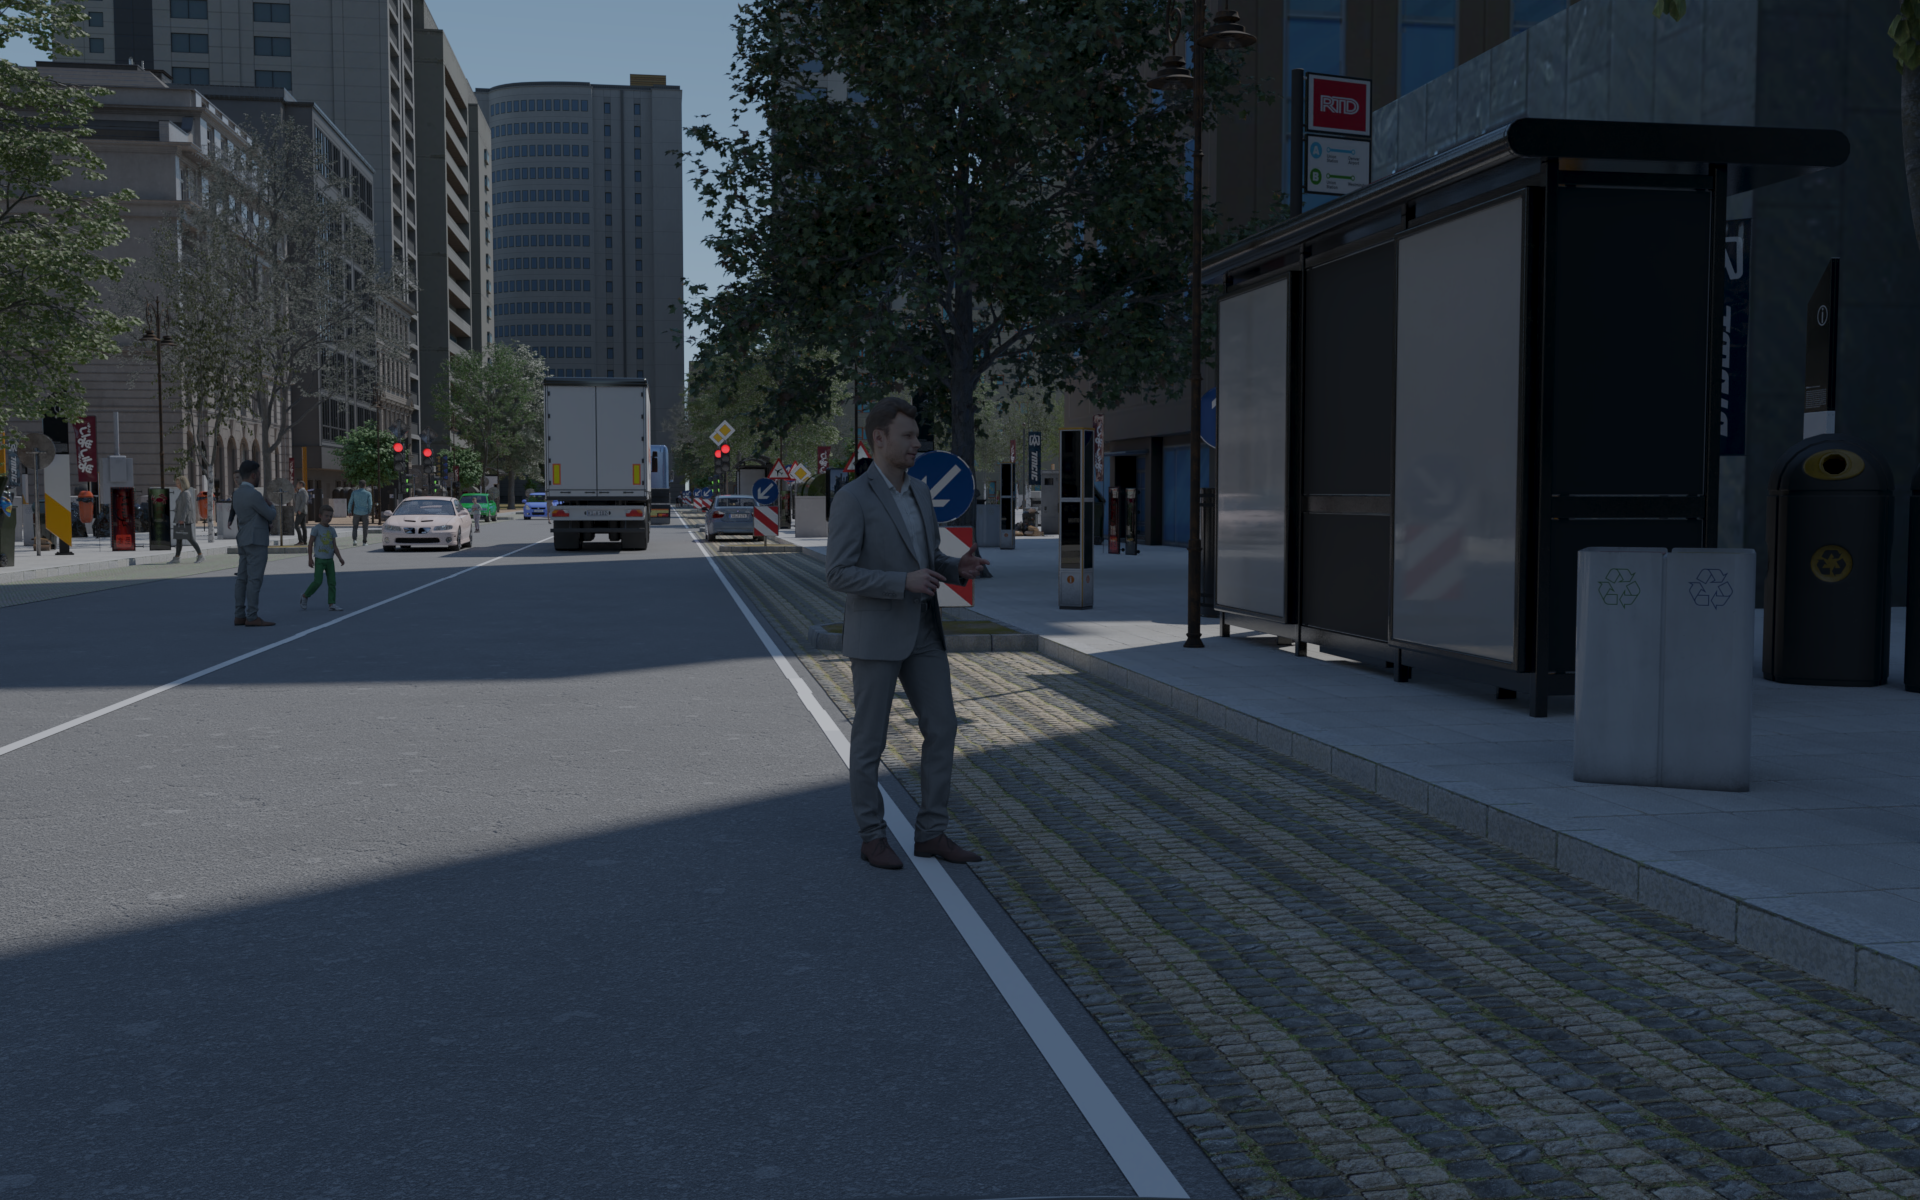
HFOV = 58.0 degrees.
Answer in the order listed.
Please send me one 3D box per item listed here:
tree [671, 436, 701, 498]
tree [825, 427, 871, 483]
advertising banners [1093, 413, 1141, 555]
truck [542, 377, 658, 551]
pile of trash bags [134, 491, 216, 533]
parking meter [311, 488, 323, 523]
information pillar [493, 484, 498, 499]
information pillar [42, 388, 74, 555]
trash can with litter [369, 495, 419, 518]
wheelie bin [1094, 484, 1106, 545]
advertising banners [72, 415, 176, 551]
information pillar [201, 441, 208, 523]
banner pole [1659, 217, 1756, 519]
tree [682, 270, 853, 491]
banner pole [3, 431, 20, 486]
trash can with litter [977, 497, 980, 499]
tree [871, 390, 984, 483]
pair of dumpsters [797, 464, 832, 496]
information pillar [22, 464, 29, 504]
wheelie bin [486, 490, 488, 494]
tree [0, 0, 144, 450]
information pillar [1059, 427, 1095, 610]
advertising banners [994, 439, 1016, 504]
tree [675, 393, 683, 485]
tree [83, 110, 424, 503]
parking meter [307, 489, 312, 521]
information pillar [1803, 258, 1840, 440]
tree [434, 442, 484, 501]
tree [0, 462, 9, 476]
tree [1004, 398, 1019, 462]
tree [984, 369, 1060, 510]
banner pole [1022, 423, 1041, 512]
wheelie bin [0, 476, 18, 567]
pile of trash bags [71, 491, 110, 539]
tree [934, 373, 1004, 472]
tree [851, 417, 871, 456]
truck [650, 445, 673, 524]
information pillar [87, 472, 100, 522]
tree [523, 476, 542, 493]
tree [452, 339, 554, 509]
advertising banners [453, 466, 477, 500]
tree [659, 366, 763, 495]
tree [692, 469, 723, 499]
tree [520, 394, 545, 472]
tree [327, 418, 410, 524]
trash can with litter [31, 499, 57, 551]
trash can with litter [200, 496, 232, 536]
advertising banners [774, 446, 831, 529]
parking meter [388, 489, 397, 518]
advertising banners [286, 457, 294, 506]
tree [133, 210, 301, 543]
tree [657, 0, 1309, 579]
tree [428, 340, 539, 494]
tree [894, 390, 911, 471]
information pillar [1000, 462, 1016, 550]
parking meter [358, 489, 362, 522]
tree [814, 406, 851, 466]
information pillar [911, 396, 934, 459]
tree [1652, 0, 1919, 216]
[{"bbox_3d":[-31.705,-16.816,209.346,8.767,10.594,7.601,3,5,40],"label":"tree"},{"bbox_3d":[-3.129,-3.375,49.782,1.663,3.219,1.824,0,3,0],"label":"tree"},{"bbox_3d":[3.312,-2.495,36.981,0.090,3.025,2.074,-1,4,-23],"label":"advertising banners"},{"bbox_3d":[-9.689,-3.565,47.202,2.839,4.237,11.283,-1,4,-10],"label":"truck"},{"bbox_3d":[-26.847,-2.968,58.274,3.447,1.369,1.912,-3,5,-39],"label":"pile of trash bags"},{"bbox_3d":[-28.881,-4.256,78.003,0.372,1.533,0.369,0,3,0],"label":"parking meter"},{"bbox_3d":[-33.199,-7.311,124.020,0.304,2.012,0.304,0,4,3],"label":"information pillar"},{"bbox_3d":[-18.871,-2.744,36.214,0.504,3.616,0.183,-3,4,-36],"label":"information pillar"},{"bbox_3d":[-30.697,-5.027,93.244,2.233,1.210,1.678,1,4,8],"label":"trash can with litter"},{"bbox_3d":[3.324,-2.193,43.771,0.693,1.594,0.980,1,4,9],"label":"wheelie bin"},{"bbox_3d":[-18.782,-2.611,38.884,2.074,3.025,0.090,-2,4,-33],"label":"advertising banners"},{"bbox_3d":[-33.223,-5.188,76.182,0.183,3.616,0.504,0,4,-8],"label":"information pillar"},{"bbox_3d":[5.988,-1.474,14.113,0.863,3.779,0.401,3,5,40],"label":"banner pole"},{"bbox_3d":[-8.454,-9.969,81.118,7.486,12.596,7.792,0,3,0],"label":"tree"},{"bbox_3d":[-37.941,-4.843,69.203,0.401,3.779,0.863,2,4,29],"label":"banner pole"},{"bbox_3d":[0.648,-6.256,113.337,2.233,1.210,1.678,0,4,6],"label":"trash can with litter"},{"bbox_3d":[-1.771,-8.831,94.747,4.360,8.622,3.978,0,3,0],"label":"tree"},{"bbox_3d":[-4.606,-3.454,58.971,1.574,2.255,4.437,-1,4,-10],"label":"pair of dumpsters"},{"bbox_3d":[-39.256,-4.977,72.723,0.183,3.616,0.504,-3,5,-44],"label":"information pillar"},{"bbox_3d":[-34.767,-7.362,128.281,0.980,1.594,0.693,0,4,7],"label":"wheelie bin"},{"bbox_3d":[-17.879,-6.743,28.375,7.486,12.596,7.792,0,3,0],"label":"tree"},{"bbox_3d":[1.295,-0.903,19.259,0.304,2.012,0.304,2,4,29],"label":"information pillar"},{"bbox_3d":[1.470,-3.676,56.283,0.090,3.025,2.074,-1,4,-16],"label":"advertising banners"},{"bbox_3d":[-14.082,-11.732,109.945,7.486,12.596,7.792,0,3,0],"label":"tree"},{"bbox_3d":[-21.954,-8.837,54.862,12.009,13.543,11.850,0,3,0],"label":"tree"},{"bbox_3d":[-30.639,-4.488,81.795,0.372,1.533,0.369,0,3,0],"label":"parking meter"},{"bbox_3d":[8.669,-1.597,17.474,0.183,3.616,0.504,0,4,0],"label":"information pillar"},{"bbox_3d":[-31.551,-7.678,109.254,4.285,4.588,4.351,0,3,0],"label":"tree"},{"bbox_3d":[-31.233,-3.695,55.020,1.663,3.219,1.824,0,3,0],"label":"tree"},{"bbox_3d":[4.850,-10.535,122.607,4.737,8.622,4.395,0,3,0],"label":"tree"},{"bbox_3d":[3.823,-8.980,97.182,4.360,8.622,3.978,0,3,0],"label":"tree"},{"bbox_3d":[2.474,-4.342,61.003,0.863,3.779,0.401,-1,4,-12],"label":"banner pole"},{"bbox_3d":[-17.057,-1.379,30.450,0.980,1.594,0.693,0,4,2],"label":"wheelie bin"},{"bbox_3d":[-25.697,-2.533,51.161,1.912,1.369,3.447,-2,4,-24],"label":"pile of trash bags"},{"bbox_3d":[0.281,-13.782,143.465,7.486,12.596,7.792,0,3,0],"label":"tree"},{"bbox_3d":[-5.285,-10.867,128.032,4.360,8.622,3.978,0,3,0],"label":"tree"},{"bbox_3d":[-16.240,-6.095,89.418,2.967,4.110,18.799,-1,4,-10],"label":"truck"},{"bbox_3d":[-29.262,-3.303,58.498,0.304,2.012,0.304,3,5,45],"label":"information pillar"},{"bbox_3d":[-39.627,-10.105,159.818,1.663,3.219,1.824,0,3,0],"label":"tree"},{"bbox_3d":[-37.394,-14.517,144.001,9.857,13.997,8.962,0,3,0],"label":"tree"},{"bbox_3d":[-30.218,-6.706,105.828,2.074,3.025,0.090,2,4,30],"label":"advertising banners"},{"bbox_3d":[-18.015,-13.682,134.063,12.009,13.543,11.850,0,3,0],"label":"tree"},{"bbox_3d":[-24.169,-11.236,167.415,4.285,4.588,4.351,0,3,0],"label":"tree"},{"bbox_3d":[-44.528,-17.024,188.718,12.009,13.543,11.850,0,3,0],"label":"tree"},{"bbox_3d":[-25.385,-5.552,74.492,4.285,4.588,4.351,0,3,0],"label":"tree"},{"bbox_3d":[-20.767,-1.712,39.375,0.624,1.170,1.055,-1,4,-23],"label":"trash can with litter"},{"bbox_3d":[-22.186,-2.587,53.353,2.233,1.210,1.678,-1,4,-22],"label":"trash can with litter"},{"bbox_3d":[-5.696,-4.096,63.163,2.074,3.025,0.090,1,4,11],"label":"advertising banners"},{"bbox_3d":[-25.664,-4.274,78.287,0.372,1.533,0.369,0,3,0],"label":"parking meter"},{"bbox_3d":[-32.413,-5.318,83.139,2.074,3.025,0.090,3,5,43],"label":"advertising banners"},{"bbox_3d":[-19.784,-5.835,45.772,4.360,8.622,3.978,0,3,0],"label":"tree"},{"bbox_3d":[0.110,-6.686,26.332,9.611,12.733,9.660,0,3,0],"label":"tree"},{"bbox_3d":[-31.955,-11.657,116.346,9.928,11.665,9.643,0,3,0],"label":"tree"},{"bbox_3d":[-3.690,-9.515,105.940,4.737,8.622,4.395,0,3,0],"label":"tree"},{"bbox_3d":[1.100,-2.170,39.976,0.304,2.012,0.304,1,4,15],"label":"information pillar"},{"bbox_3d":[-30.147,-4.810,87.055,0.372,1.533,0.369,0,3,0],"label":"parking meter"},{"bbox_3d":[-10.194,-11.638,140.650,4.360,8.622,3.978,0,3,0],"label":"tree"},{"bbox_3d":[-0.738,-2.655,34.756,0.504,3.616,0.183,-1,4,-21],"label":"information pillar"},{"bbox_3d":[3.436,-3.396,5.893,4.737,8.622,4.395,0,3,0],"label":"tree"}]
